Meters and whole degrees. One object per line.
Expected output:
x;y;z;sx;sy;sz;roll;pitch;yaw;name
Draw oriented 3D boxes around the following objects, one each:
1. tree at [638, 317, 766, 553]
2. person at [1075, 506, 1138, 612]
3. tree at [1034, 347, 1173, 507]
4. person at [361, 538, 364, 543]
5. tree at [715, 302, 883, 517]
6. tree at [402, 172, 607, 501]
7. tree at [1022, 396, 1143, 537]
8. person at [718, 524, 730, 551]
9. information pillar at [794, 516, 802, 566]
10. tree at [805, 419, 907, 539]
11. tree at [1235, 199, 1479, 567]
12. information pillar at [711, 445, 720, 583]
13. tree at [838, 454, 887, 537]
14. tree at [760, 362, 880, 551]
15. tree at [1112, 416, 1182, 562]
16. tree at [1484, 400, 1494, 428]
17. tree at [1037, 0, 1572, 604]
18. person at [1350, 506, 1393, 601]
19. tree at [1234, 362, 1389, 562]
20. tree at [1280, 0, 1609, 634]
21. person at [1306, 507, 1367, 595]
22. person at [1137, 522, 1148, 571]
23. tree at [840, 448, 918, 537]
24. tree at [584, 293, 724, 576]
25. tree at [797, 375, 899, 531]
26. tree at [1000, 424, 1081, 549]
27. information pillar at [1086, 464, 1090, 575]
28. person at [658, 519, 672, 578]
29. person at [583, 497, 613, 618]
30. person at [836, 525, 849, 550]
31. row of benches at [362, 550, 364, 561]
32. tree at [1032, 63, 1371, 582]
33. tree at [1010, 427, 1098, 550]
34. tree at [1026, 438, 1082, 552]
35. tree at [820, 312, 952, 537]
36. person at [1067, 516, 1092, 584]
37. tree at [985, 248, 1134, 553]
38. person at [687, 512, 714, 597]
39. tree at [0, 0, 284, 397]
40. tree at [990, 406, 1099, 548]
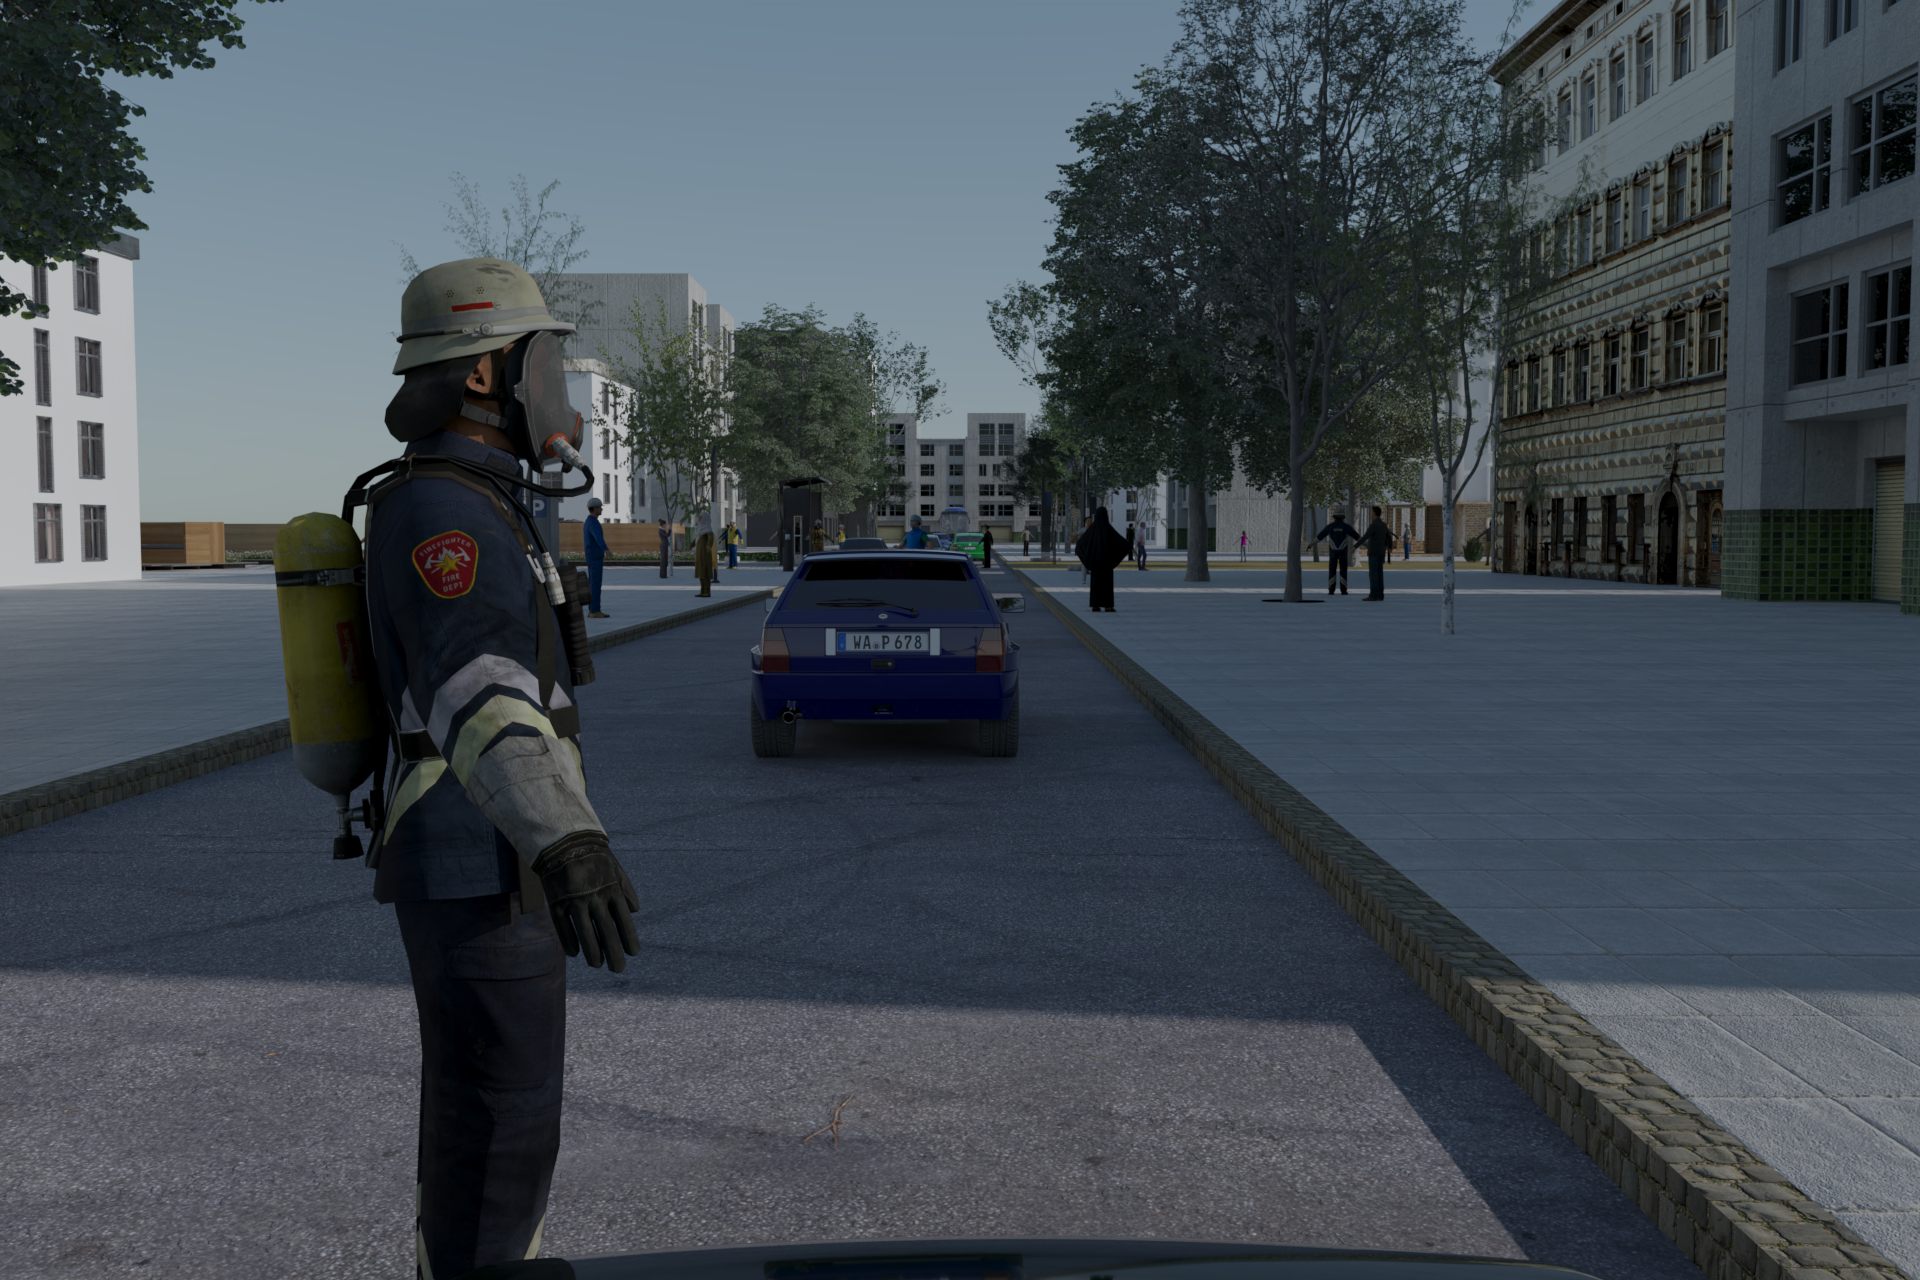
-8.868;-6.691;59.766;4.737;8.622;4.395;0;3;0;tree
2.386;-1.331;28.549;1.214;1.737;0.721;3;4;38;person
7.404;-9.961;88.618;9.928;11.665;9.643;0;3;0;tree
-11.856;-1.794;35.505;0.704;1.807;1.345;2;4;30;person
-8.831;-11.452;93.892;9.857;13.997;8.962;0;3;0;tree
-8.659;-5.166;34.828;4.360;8.622;3.978;0;3;0;tree
7.444;-10.282;102.516;8.767;10.594;7.601;2;4;33;tree
-13.104;-5.619;97.805;1.347;1.837;0.705;-3;5;-43;person
-6.523;-3.994;69.793;0.304;2.012;0.304;0;4;1;information pillar
-8.371;-11.821;127.692;8.767;10.594;7.601;-2;4;-28;tree
15.405;-9.840;67.546;9.857;13.997;8.962;0;3;0;tree
-6.416;-3.296;45.242;0.183;3.616;0.504;0;4;1;information pillar
-8.176;-11.311;135.297;4.360;8.622;3.978;0;3;0;tree
-8.555;-10.948;104.757;9.928;11.665;9.643;0;3;0;tree
7.978;-7.893;79.420;4.360;8.622;3.978;0;3;0;tree
28.901;-10.273;78.332;12.009;13.543;11.850;0;3;0;tree
6.407;-7.446;32.120;12.009;13.543;11.850;0;3;0;tree
7.950;-1.660;33.203;1.348;1.821;0.705;-3;5;-43;person
15.988;-8.847;79.056;7.601;10.594;8.767;1;4;14;tree
6.376;-4.392;22.179;4.360;8.622;3.978;0;3;0;tree
7.970;-1.871;36.461;1.351;1.845;0.704;1;4;17;person
6.456;-3.314;61.169;0.436;1.711;0.756;0;4;5;person
-8.139;-14.218;166.882;8.767;10.594;7.601;-2;4;-27;tree
-8.942;-6.236;52.326;4.737;8.622;4.395;0;3;0;tree
-7.830;-11.530;114.273;9.928;11.665;9.643;0;3;0;tree
7.290;-13.019;147.279;7.601;10.594;8.767;1;4;23;tree
4.055;-3.895;55.042;0.183;3.616;0.504;0;3;0;information pillar
-8.447;-2.638;49.983;0.742;1.727;0.445;3;5;40;person
-5.578;-1.268;26.612;0.705;1.842;1.347;-1;4;-22;person
-5.996;-5.038;88.843;0.721;1.772;1.216;2;4;33;person
-22.978;-3.279;69.070;1.422;0.672;4.104;2;4;23;row of benches
6.382;-8.558;46.574;9.857;13.997;8.962;0;3;0;tree
7.530;-12.281;135.199;7.601;10.594;8.767;-1;4;-19;tree
7.032;-10.677;124.931;4.737;8.622;4.395;0;3;0;tree
-7.055;-17.749;146.089;12.611;20.169;13.585;0;3;0;tree
3.342;-2.318;44.664;1.217;1.739;0.721;-1;4;-13;person
8.340;-15.801;114.233;12.611;20.169;13.585;0;3;0;tree
-5.272;-1.736;35.164;0.721;1.736;1.217;-2;4;-28;person
-9.507;-6.497;12.878;9.857;13.997;8.962;0;3;0;tree
8.010;-15.260;159.866;12.009;13.543;11.850;0;3;0;tree
